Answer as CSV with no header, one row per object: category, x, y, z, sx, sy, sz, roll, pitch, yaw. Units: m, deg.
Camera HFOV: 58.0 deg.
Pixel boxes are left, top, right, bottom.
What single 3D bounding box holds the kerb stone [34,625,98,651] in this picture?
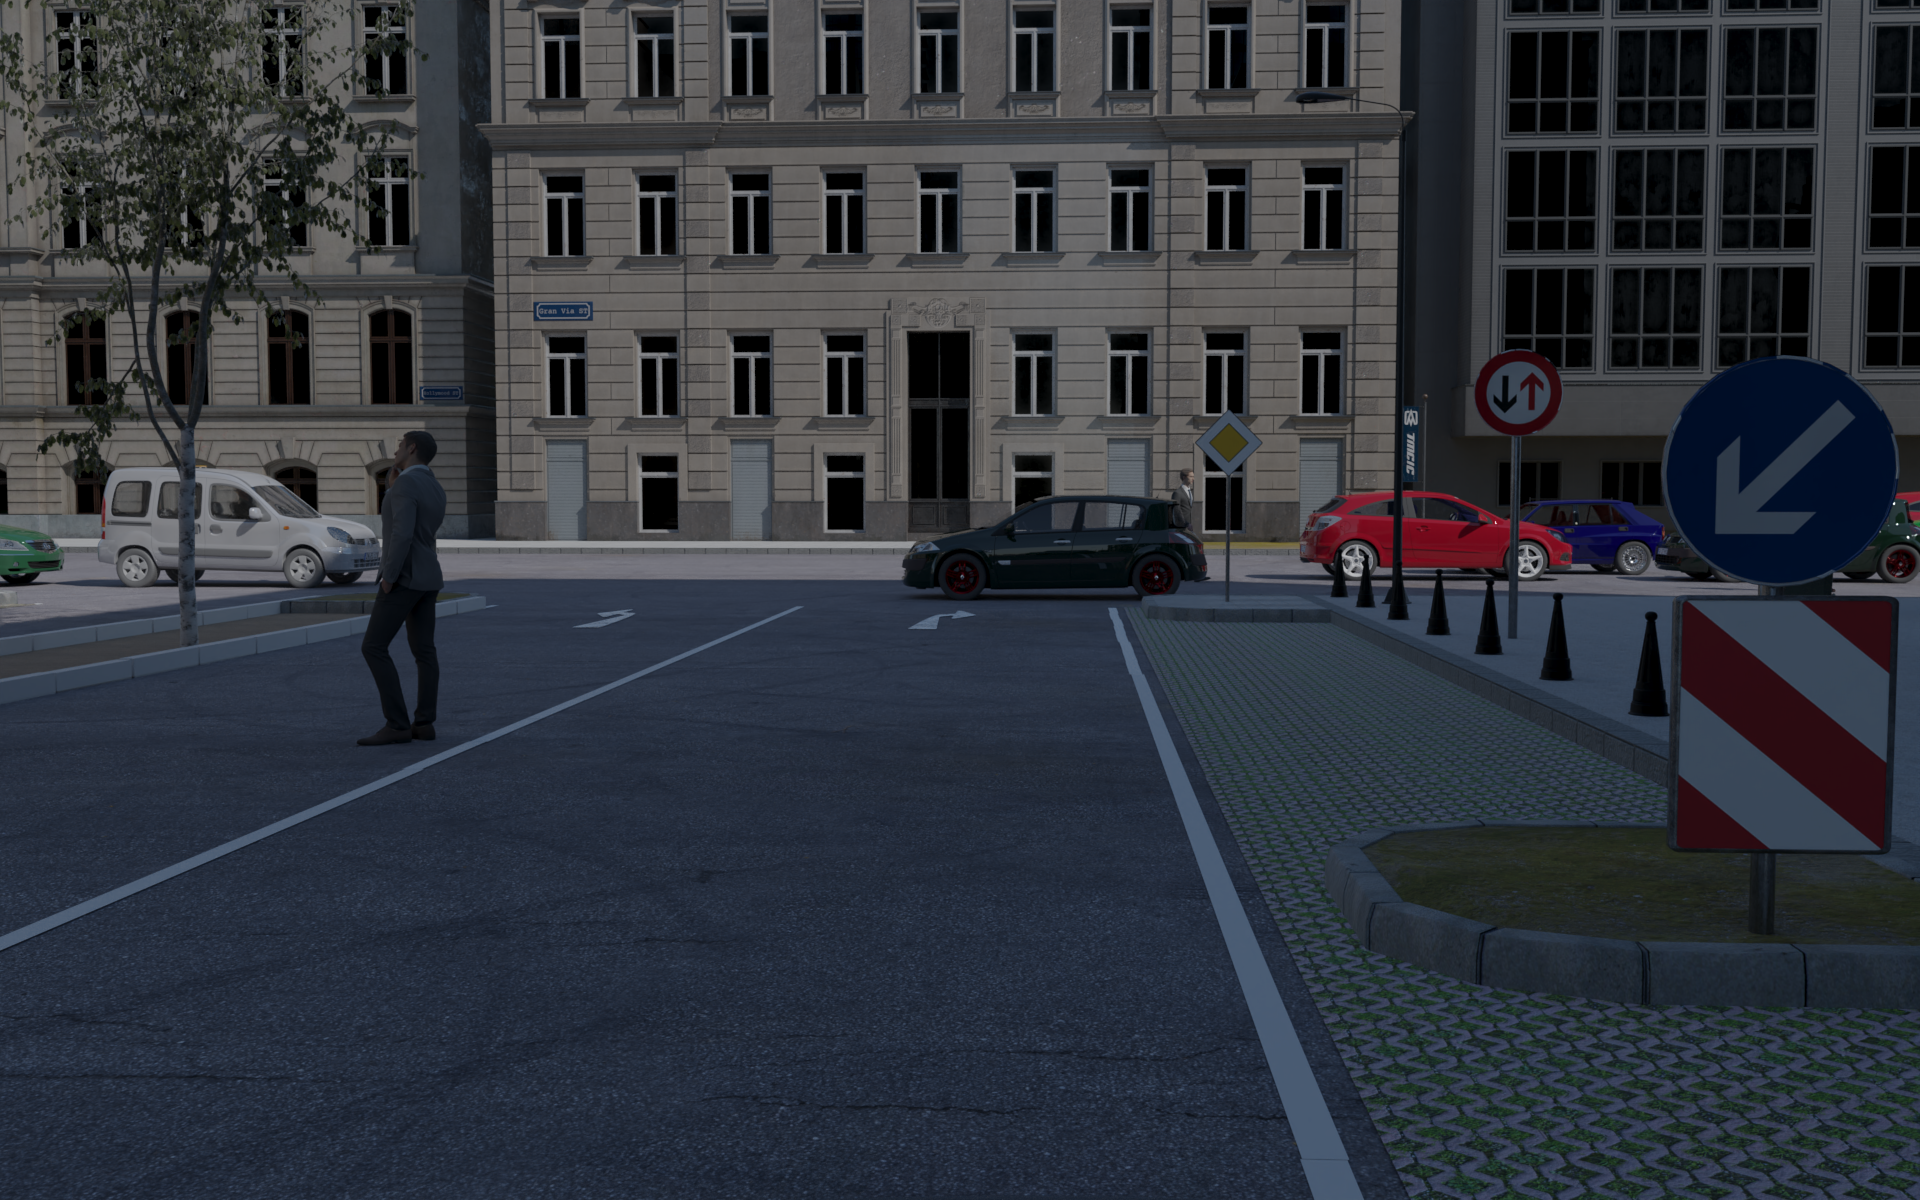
kerb stone,-8.440,0.365,16.234,0.120,0.150,1.000,0,4,4

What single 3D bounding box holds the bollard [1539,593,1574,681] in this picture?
bollard,4.129,0.249,11.974,0.229,0.601,0.229,0,3,0

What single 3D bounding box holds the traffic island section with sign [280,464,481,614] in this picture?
traffic island section with sign,-7.048,-0.819,21.522,2.006,1.907,1.989,0,4,4

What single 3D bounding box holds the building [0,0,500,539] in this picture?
building,-30.495,-14.396,54.461,34.723,24.649,14.460,0,4,4

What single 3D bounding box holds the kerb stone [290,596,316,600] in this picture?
kerb stone,-8.121,0.052,21.351,0.120,0.150,1.000,0,4,4

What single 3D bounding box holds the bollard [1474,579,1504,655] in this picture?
bollard,4.245,0.132,13.886,0.229,0.601,0.229,0,3,0

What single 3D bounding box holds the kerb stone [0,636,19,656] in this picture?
kerb stone,-8.505,0.428,15.202,0.120,0.150,1.000,0,4,4

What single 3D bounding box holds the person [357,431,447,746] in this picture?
person,-3.228,-0.083,10.042,0.473,1.802,0.592,1,4,22

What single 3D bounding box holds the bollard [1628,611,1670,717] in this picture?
bollard,4.008,0.366,10.059,0.229,0.601,0.229,0,3,0

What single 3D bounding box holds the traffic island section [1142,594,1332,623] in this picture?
traffic island section,3.207,0.100,20.648,2.009,0.180,2.903,0,4,4

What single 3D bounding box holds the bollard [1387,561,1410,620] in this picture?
bollard,4.486,-0.102,17.707,0.229,0.601,0.229,0,3,0

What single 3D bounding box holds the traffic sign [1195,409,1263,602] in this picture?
traffic sign,3.183,-1.035,20.572,0.795,2.450,0.064,0,4,4

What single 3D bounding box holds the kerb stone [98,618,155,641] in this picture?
kerb stone,-8.372,0.303,17.256,0.120,0.150,1.000,0,4,4

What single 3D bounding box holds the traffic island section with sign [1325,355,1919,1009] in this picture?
traffic island section with sign,2.289,0.176,5.746,1.989,1.847,2.006,0,4,4

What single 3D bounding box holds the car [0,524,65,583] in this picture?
car,-16.655,-0.943,27.211,4.920,1.459,2.131,0,4,4

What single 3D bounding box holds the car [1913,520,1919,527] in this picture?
car,19.535,-1.442,32.376,4.718,1.807,1.959,0,4,3

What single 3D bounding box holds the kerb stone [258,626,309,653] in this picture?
kerb stone,-6.339,0.376,16.056,0.120,0.150,1.000,0,4,4

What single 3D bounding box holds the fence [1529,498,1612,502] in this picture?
fence,15.378,-1.987,43.684,2.264,1.192,0.480,3,5,41

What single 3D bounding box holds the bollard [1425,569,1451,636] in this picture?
bollard,4.367,0.015,15.797,0.229,0.601,0.229,0,3,0

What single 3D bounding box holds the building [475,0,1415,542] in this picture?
building,-0.232,-15.538,51.318,25.104,27.353,12.463,0,4,4

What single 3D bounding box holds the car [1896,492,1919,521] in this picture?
car,20.409,-1.608,35.337,4.494,1.783,2.155,0,4,5

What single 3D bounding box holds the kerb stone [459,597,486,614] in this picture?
kerb stone,-6.025,0.062,21.180,0.120,0.150,1.000,0,4,4

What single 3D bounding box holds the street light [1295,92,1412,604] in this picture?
street light,4.573,-2.911,20.139,1.470,5.913,1.316,0,4,4

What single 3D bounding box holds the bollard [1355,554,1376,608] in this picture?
bollard,4.601,-0.219,19.627,0.229,0.601,0.229,0,3,0

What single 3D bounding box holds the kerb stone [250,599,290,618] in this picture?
kerb stone,-8.184,0.114,20.328,0.120,0.150,1.000,0,4,4

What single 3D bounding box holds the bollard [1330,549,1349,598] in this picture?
bollard,4.725,-0.337,21.553,0.229,0.601,0.229,0,3,0

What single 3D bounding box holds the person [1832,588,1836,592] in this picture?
person,12.552,-0.981,25.366,0.655,1.722,0.431,2,4,24

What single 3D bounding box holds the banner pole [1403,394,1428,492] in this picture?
banner pole,11.422,-3.265,43.397,0.863,3.779,0.401,-1,4,-18

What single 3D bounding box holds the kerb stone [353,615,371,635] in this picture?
kerb stone,-6.216,0.250,18.106,0.120,0.150,1.000,0,4,4

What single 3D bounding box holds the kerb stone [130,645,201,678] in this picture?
kerb stone,-6.470,0.501,14.011,0.120,0.150,1.000,0,4,4

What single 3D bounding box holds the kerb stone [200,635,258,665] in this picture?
kerb stone,-6.406,0.439,15.034,0.120,0.150,1.000,0,4,4

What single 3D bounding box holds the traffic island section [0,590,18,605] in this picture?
traffic island section,-13.303,0.037,21.675,2.009,0.180,2.903,0,4,4

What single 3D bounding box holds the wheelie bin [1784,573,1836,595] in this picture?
wheelie bin,9.023,-0.653,18.583,0.980,1.594,0.693,2,4,26

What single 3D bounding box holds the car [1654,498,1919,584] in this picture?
car,13.746,-1.151,28.601,4.222,1.686,2.009,0,4,5

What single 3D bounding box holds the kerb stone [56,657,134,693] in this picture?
kerb stone,-6.537,0.569,12.980,0.120,0.150,1.000,0,4,4

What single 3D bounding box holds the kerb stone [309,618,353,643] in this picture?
kerb stone,-6.275,0.313,17.078,0.120,0.150,1.000,0,4,4

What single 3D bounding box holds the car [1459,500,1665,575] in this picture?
car,10.619,-1.151,31.392,3.894,1.354,1.945,0,4,3

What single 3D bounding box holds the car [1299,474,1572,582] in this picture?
car,8.021,-1.235,29.237,4.494,1.783,2.155,0,4,4

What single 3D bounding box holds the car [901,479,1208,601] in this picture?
car,1.297,-0.865,23.937,4.222,1.686,2.009,0,4,4

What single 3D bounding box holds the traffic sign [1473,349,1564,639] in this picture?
traffic sign,4.908,-0.930,15.306,0.768,2.556,0.104,0,4,7

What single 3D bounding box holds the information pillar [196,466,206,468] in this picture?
information pillar,-19.727,-2.471,44.894,0.304,2.012,0.304,0,4,3

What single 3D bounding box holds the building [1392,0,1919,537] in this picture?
building,24.405,-15.726,50.622,24.014,27.812,14.314,0,4,4

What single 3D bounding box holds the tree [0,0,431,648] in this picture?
tree,-7.044,-3.852,15.806,4.360,8.622,3.978,0,3,0

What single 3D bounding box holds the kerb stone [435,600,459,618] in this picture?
kerb stone,-6.094,0.125,20.152,0.120,0.150,1.000,0,4,4

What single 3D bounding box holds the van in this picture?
van,-11.213,-1.231,27.131,4.112,2.044,2.013,0,4,4

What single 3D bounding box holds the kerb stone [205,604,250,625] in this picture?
kerb stone,-8.240,0.177,19.306,0.120,0.150,1.000,0,4,4

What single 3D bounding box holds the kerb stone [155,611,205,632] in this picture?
kerb stone,-8.306,0.246,18.284,0.120,0.150,1.000,0,4,4

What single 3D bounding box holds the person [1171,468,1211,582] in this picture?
person,3.690,-1.213,28.107,0.755,1.850,0.659,2,4,35

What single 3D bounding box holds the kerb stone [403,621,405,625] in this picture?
kerb stone,-6.149,0.188,19.128,0.120,0.150,1.000,0,4,4

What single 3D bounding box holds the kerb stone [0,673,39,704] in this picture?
kerb stone,-6.595,0.626,11.957,0.120,0.150,1.000,0,4,4
